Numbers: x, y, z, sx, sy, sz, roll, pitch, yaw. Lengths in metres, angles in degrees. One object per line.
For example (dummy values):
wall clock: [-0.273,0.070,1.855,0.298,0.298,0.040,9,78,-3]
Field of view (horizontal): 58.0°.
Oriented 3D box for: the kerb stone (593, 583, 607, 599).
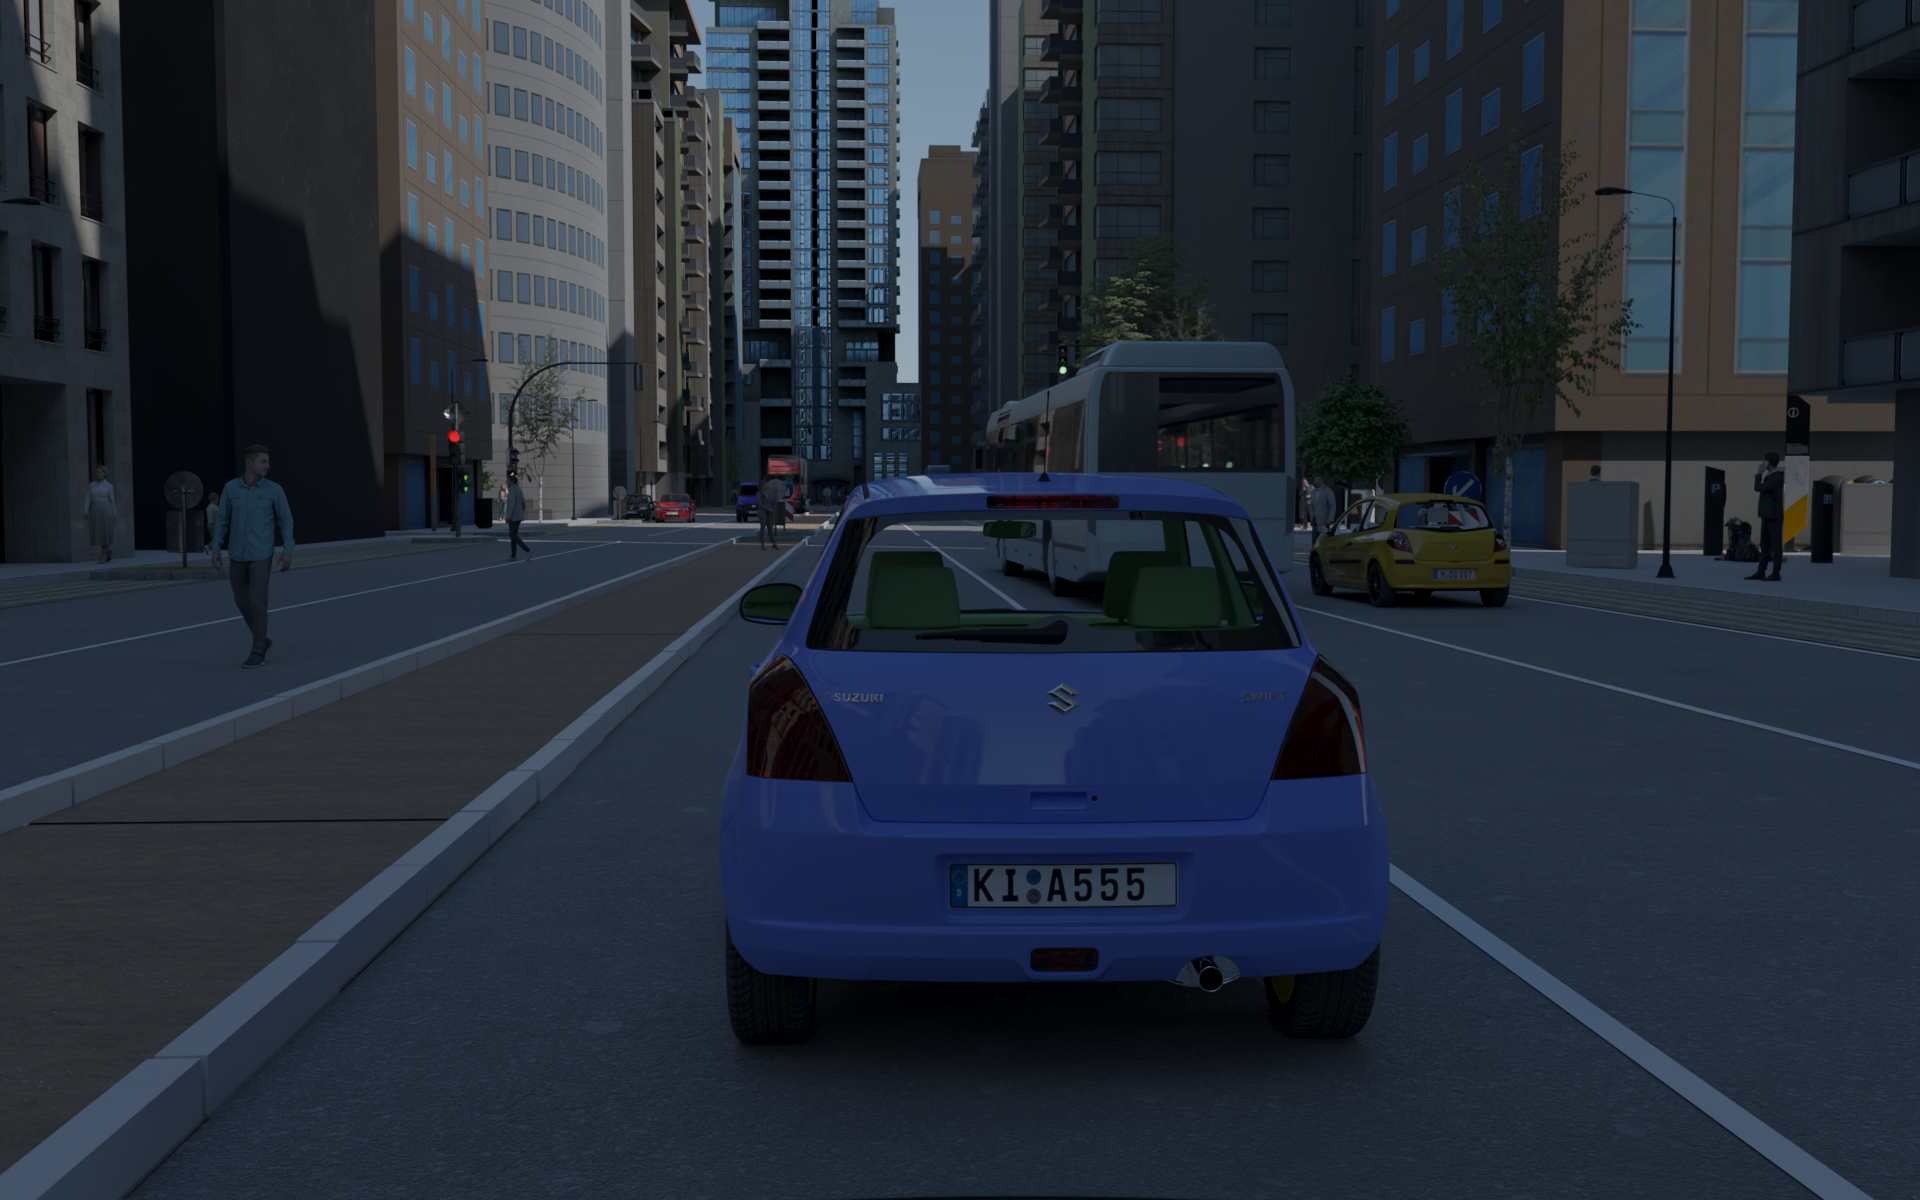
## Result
kerb stone: [-5.023,-0.098,23.798,0.120,0.150,1.000,0,4,-3]

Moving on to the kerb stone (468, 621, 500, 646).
kerb stone: [-4.611,0.342,16.627,0.120,0.150,1.000,0,4,-3]

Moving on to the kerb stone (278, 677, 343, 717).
kerb stone: [-4.327,0.654,11.506,0.120,0.150,1.000,0,4,-3]

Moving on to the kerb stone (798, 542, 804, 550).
kerb stone: [-4.046,-1.290,43.317,0.120,0.150,1.000,0,4,-3]

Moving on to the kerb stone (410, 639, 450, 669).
kerb stone: [-4.495,0.465,14.587,0.120,0.150,1.000,0,4,-3]

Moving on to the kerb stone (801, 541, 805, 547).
kerb stone: [-4.102,-1.351,44.343,0.120,0.150,1.000,0,4,-3]

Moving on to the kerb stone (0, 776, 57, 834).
kerb stone: [-4.088,0.907,7.408,0.120,0.150,1.000,0,4,-3]

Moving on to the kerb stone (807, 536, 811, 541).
kerb stone: [-4.403,-1.666,49.471,0.120,0.150,1.000,0,4,-3]

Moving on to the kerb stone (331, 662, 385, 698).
kerb stone: [-4.382,0.591,12.539,0.120,0.150,1.000,0,4,-3]

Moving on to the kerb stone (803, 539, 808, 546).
kerb stone: [-4.224,-1.480,46.397,0.120,0.150,1.000,0,4,-3]

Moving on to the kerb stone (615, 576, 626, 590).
kerb stone: [-5.150,-0.222,25.838,0.120,0.150,1.000,0,4,-3]

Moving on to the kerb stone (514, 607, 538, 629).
kerb stone: [-4.728,0.215,18.674,0.120,0.150,1.000,0,4,-3]

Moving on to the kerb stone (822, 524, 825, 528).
kerb stone: [-5.438,-2.767,67.438,0.120,0.150,1.000,0,4,-3]

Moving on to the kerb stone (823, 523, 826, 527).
kerb stone: [-5.553,-2.892,69.479,0.120,0.150,1.000,0,4,-3]

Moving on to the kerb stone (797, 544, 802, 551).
kerb stone: [-3.991,-1.227,42.288,0.120,0.150,1.000,0,4,-3]

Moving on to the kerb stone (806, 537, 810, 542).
kerb stone: [-4.342,-1.605,48.438,0.120,0.150,1.000,0,4,-3]

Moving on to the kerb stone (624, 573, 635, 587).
kerb stone: [-5.202,-0.286,26.866,0.120,0.150,1.000,0,4,-3]

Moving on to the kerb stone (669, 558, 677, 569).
kerb stone: [-5.563,-0.659,33.013,0.120,0.150,1.000,0,4,-3]

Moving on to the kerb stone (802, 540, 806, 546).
kerb stone: [-4.167,-1.416,45.373,0.120,0.150,1.000,0,4,-3]

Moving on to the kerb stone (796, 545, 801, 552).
kerb stone: [-3.936,-1.165,41.268,0.120,0.150,1.000,0,4,-3]

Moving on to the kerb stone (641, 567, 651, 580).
kerb stone: [-5.326,-0.411,28.915,0.120,0.150,1.000,0,4,-3]

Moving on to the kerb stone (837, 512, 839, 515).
kerb stone: [-7.790,-5.270,108.361,0.120,0.150,1.000,0,4,-3]

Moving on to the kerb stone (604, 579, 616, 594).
kerb stone: [-5.091,-0.160,24.817,0.120,0.150,1.000,0,4,-3]

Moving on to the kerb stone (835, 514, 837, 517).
kerb stone: [-7.262,-4.703,99.152,0.120,0.150,1.000,0,4,-3]

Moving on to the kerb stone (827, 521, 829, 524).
kerb stone: [-5.897,-3.268,75.630,0.120,0.150,1.000,0,4,-3]

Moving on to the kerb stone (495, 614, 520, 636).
kerb stone: [-4.674,0.283,17.648,0.120,0.150,1.000,0,4,-3]

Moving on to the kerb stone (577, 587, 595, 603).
kerb stone: [-4.974,-0.035,22.773,0.120,0.150,1.000,0,4,-3]

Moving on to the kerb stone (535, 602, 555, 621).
kerb stone: [-4.789,0.153,19.699,0.120,0.150,1.000,0,4,-3]

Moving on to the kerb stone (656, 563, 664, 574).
kerb stone: [-5.453,-0.535,30.962,0.120,0.150,1.000,0,4,-3]

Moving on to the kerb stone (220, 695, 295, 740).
kerb stone: [-4.268,0.723,10.486,0.120,0.150,1.000,0,4,-3]

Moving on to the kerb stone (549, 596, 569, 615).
kerb stone: [-4.851,0.091,20.725,0.120,0.150,1.000,0,4,-3]

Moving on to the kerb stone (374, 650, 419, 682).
kerb stone: [-4.444,0.528,13.560,0.120,0.150,1.000,0,4,-3]

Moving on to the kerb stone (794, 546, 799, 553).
kerb stone: [-3.876,-1.104,40.247,0.120,0.150,1.000,0,4,-3]

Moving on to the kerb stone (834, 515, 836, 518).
kerb stone: [-7.018,-4.457,95.069,0.120,0.150,1.000,0,4,-3]

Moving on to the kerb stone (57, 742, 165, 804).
kerb stone: [-4.149,0.850,8.439,0.120,0.150,1.000,0,4,-3]

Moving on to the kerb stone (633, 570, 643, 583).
kerb stone: [-5.262,-0.348,27.888,0.120,0.150,1.000,0,4,-3]

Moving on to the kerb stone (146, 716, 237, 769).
kerb stone: [-4.204,0.784,9.460,0.120,0.150,1.000,0,4,-3]

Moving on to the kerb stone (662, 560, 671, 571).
kerb stone: [-5.507,-0.594,31.988,0.120,0.150,1.000,0,4,-3]

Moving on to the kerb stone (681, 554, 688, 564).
kerb stone: [-5.678,-0.782,35.060,0.120,0.150,1.000,0,4,-3]

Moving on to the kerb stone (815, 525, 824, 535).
kerb stone: [-5.316,-2.635,65.376,0.120,0.150,1.000,0,4,-3]

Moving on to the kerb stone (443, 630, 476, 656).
kerb stone: [-4.554,0.406,15.607,0.120,0.150,1.000,0,4,-3]

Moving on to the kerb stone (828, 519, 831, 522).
kerb stone: [-6.142,-3.518,79.722,0.120,0.150,1.000,0,4,-3]

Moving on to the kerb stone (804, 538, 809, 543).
kerb stone: [-4.288,-1.542,47.418,0.120,0.150,1.000,0,4,-3]

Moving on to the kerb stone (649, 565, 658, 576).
kerb stone: [-5.388,-0.473,29.935,0.120,0.150,1.000,0,4,-3]

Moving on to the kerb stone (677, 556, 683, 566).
kerb stone: [-5.615,-0.718,34.038,0.120,0.150,1.000,0,4,-3]

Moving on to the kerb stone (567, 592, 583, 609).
kerb stone: [-4.908,0.031,21.754,0.120,0.150,1.000,0,4,-3]
